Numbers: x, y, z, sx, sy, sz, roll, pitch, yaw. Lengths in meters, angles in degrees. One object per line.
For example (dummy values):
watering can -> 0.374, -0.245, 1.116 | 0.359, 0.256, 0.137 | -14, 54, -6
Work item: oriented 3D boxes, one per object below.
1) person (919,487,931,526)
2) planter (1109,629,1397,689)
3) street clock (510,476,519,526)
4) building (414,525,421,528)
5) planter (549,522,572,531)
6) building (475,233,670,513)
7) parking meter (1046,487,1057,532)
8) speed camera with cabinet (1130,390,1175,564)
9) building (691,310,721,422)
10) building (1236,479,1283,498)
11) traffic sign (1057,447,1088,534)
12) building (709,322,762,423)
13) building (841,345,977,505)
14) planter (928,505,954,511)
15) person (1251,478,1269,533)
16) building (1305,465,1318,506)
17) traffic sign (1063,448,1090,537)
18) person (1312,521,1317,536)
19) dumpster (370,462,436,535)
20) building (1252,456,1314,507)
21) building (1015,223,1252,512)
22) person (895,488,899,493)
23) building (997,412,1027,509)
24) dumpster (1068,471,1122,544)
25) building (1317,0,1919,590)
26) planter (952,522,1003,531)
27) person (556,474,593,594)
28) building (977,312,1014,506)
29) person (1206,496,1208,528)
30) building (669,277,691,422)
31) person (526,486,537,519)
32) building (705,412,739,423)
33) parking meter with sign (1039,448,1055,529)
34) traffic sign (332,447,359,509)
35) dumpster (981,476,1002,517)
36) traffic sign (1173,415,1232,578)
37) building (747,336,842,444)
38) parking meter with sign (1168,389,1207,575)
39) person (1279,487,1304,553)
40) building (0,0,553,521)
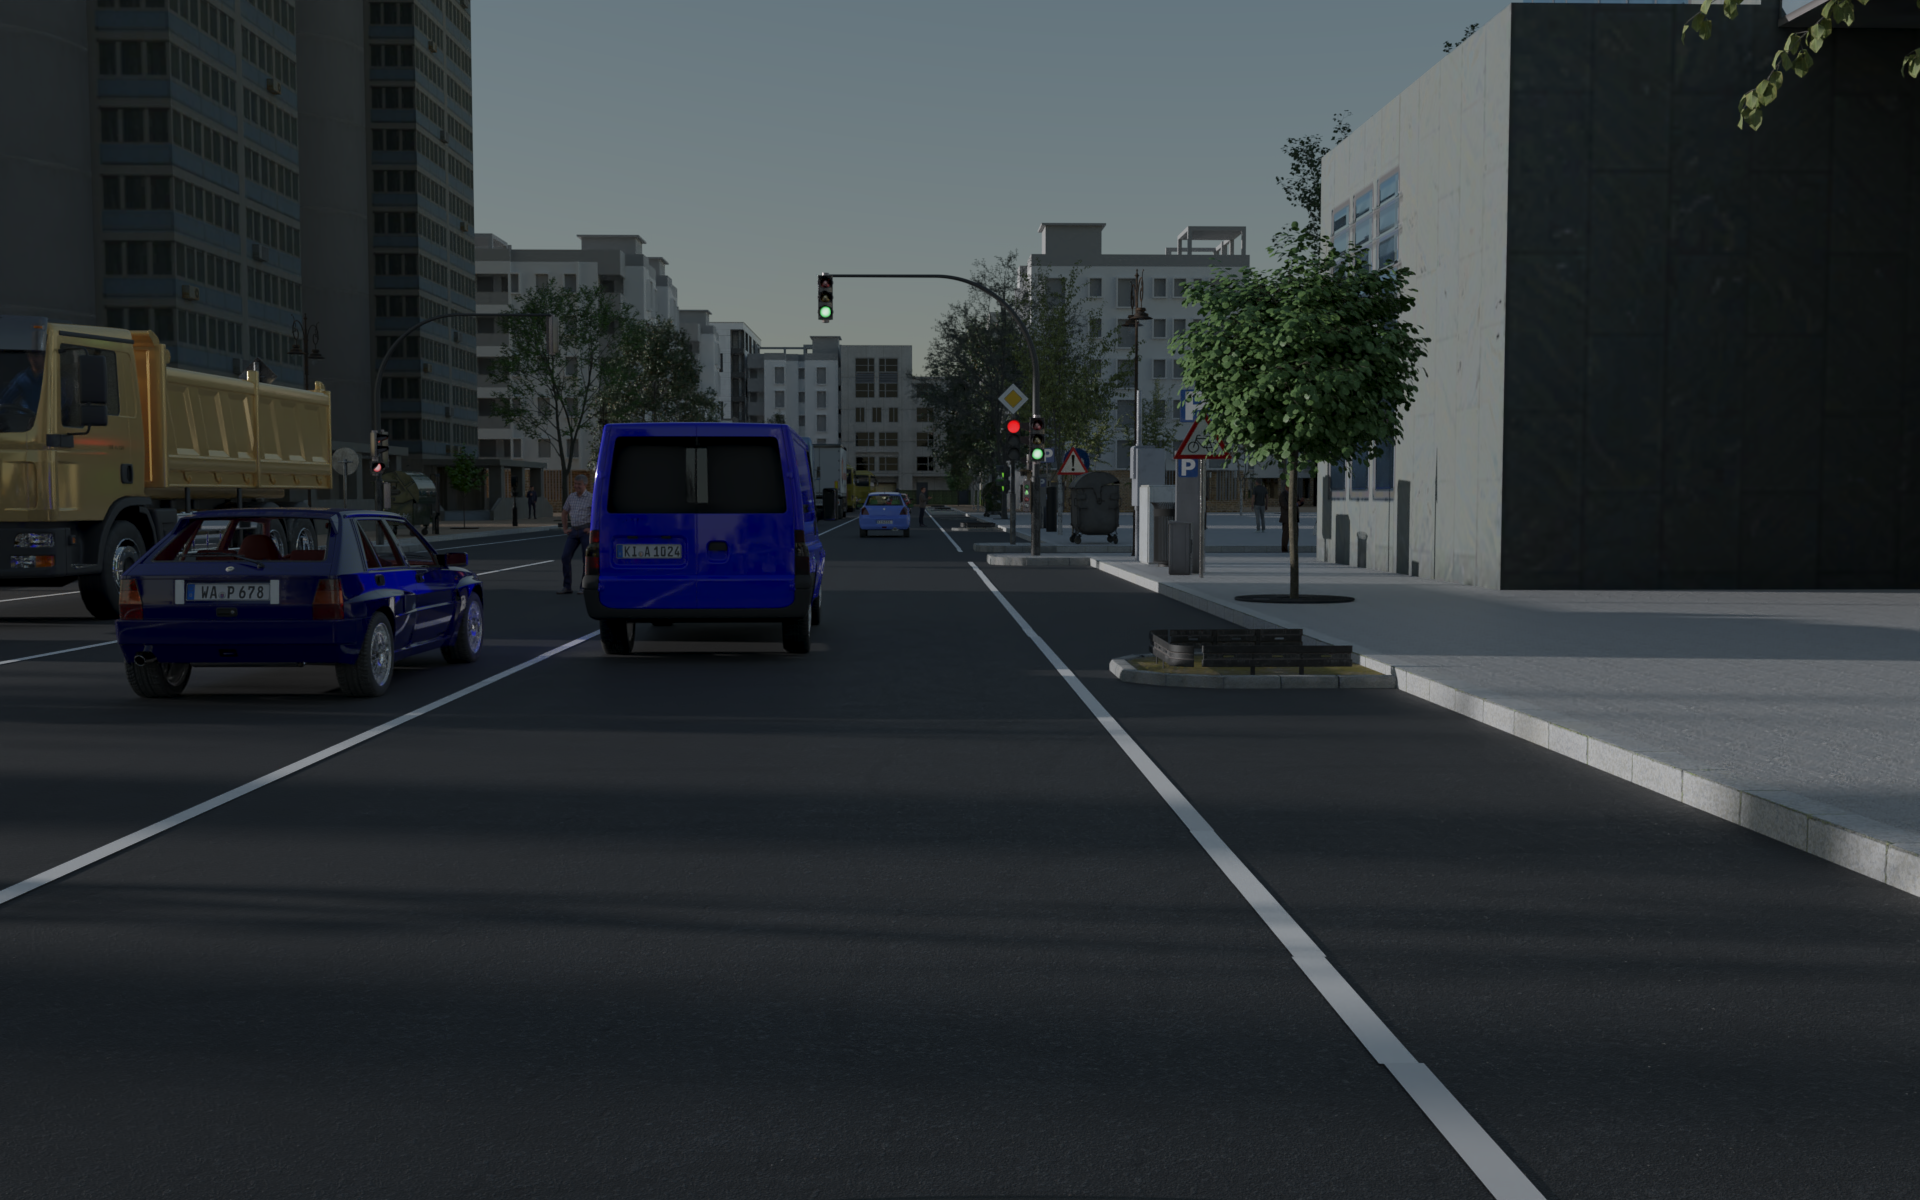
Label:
person -> -1.496, -4.127, 76.506 | 0.750, 1.759, 0.617 | 1, 4, 20
planter -> 2.218, 0.452, 13.749 | 1.991, 0.319, 1.994 | 0, 4, -2
street clock -> -17.699, -3.931, 68.847 | 0.358, 2.002, 0.471 | 0, 4, -6
building -> -36.410, -22.346, 57.238 | 32.217, 40.220, 23.993 | 0, 4, -2
planter -> -15.013, -2.887, 68.335 | 1.991, 0.319, 1.994 | 0, 4, -2
building -> -29.890, -16.384, 124.291 | 16.016, 20.091, 11.380 | 0, 4, -2
parking meter -> 3.109, -3.082, 58.797 | 0.372, 1.533, 0.369 | 0, 3, 0
speed camera with cabinet -> 3.649, -2.333, 32.486 | 0.660, 3.252, 2.038 | 0, 4, -3
building -> -32.287, -19.508, 175.379 | 16.016, 20.091, 11.380 | 0, 4, -2
building -> 32.961, -21.324, 215.097 | 31.486, 18.905, 16.747 | 0, 4, -2
traffic sign -> 3.114, -2.919, 47.723 | 0.884, 2.594, 0.081 | 0, 4, 4
building -> -42.307, -22.945, 219.123 | 32.646, 21.610, 27.936 | 0, 4, -2
building -> 1.412, -21.275, 214.305 | 31.486, 18.905, 16.747 | 0, 4, -2
planter -> -1.487, -7.631, 145.908 | 1.991, 0.319, 1.994 | 0, 4, -2
person -> 10.006, -3.162, 57.866 | 0.598, 1.807, 0.434 | 0, 4, -7
building -> 53.251, -20.506, 179.250 | 32.646, 21.610, 27.936 | 0, 4, -2
traffic sign -> 3.231, -2.938, 48.149 | 0.768, 2.556, 0.104 | 0, 4, 0
person -> 11.080, -2.259, 53.448 | 0.357, 0.543, 0.381 | -1, 4, -22
dumpster -> -17.001, -3.082, 52.889 | 1.502, 2.255, 1.985 | 0, 4, -1
building -> 30.693, -20.097, 185.013 | 11.380, 20.091, 16.016 | 0, 4, -2
building -> 12.113, -16.535, 126.760 | 16.016, 20.091, 11.380 | 0, 4, -2
person -> -3.184, -4.774, 87.279 | 0.841, 1.734, 0.376 | 3, 5, 40
building -> 8.082, -12.514, 146.756 | 9.099, 9.664, 28.070 | 0, 4, -2
dumpster -> 3.507, -2.398, 44.962 | 1.264, 1.857, 1.865 | 0, 4, -2
building -> 18.506, -43.005, 15.809 | 22.319, 86.520, 31.000 | 0, 4, -2
planter -> 0.672, -2.914, 68.782 | 1.991, 0.319, 1.994 | 0, 4, -2
person -> -5.449, -0.939, 24.785 | 0.756, 1.711, 0.436 | 2, 4, 30
building -> 11.022, -18.989, 176.934 | 16.747, 18.905, 31.486 | 0, 4, -2
person -> 8.990, -3.436, 64.483 | 0.388, 1.546, 0.482 | -3, 5, -44
building -> -30.192, -17.103, 136.046 | 16.016, 20.091, 11.380 | 0, 4, -2
person -> -21.984, -5.013, 88.920 | 0.541, 1.710, 0.530 | -1, 4, -14
building -> -38.499, -15.021, 187.746 | 28.070, 9.664, 9.099 | 0, 4, -2
parking meter with sign -> 3.108, -4.203, 64.979 | 0.543, 3.016, 1.738 | 1, 4, 15
traffic sign -> -16.707, -2.872, 47.067 | 0.768, 2.556, 0.104 | 0, 4, 3
dumpster -> 1.943, -5.752, 96.536 | 1.502, 2.255, 1.985 | 0, 4, -2
traffic sign -> 3.693, -1.617, 26.435 | 0.884, 2.594, 0.081 | 0, 4, 1
building -> -20.124, -21.835, 213.424 | 11.380, 20.091, 16.016 | 0, 4, -2
parking meter with sign -> 3.718, -1.947, 28.090 | 0.543, 3.016, 1.738 | 1, 4, 15
person -> 7.627, -1.868, 39.730 | 0.600, 1.739, 0.565 | 2, 4, 28
building -> -38.865, -24.296, 89.115 | 32.217, 40.220, 23.993 | 0, 4, -2
